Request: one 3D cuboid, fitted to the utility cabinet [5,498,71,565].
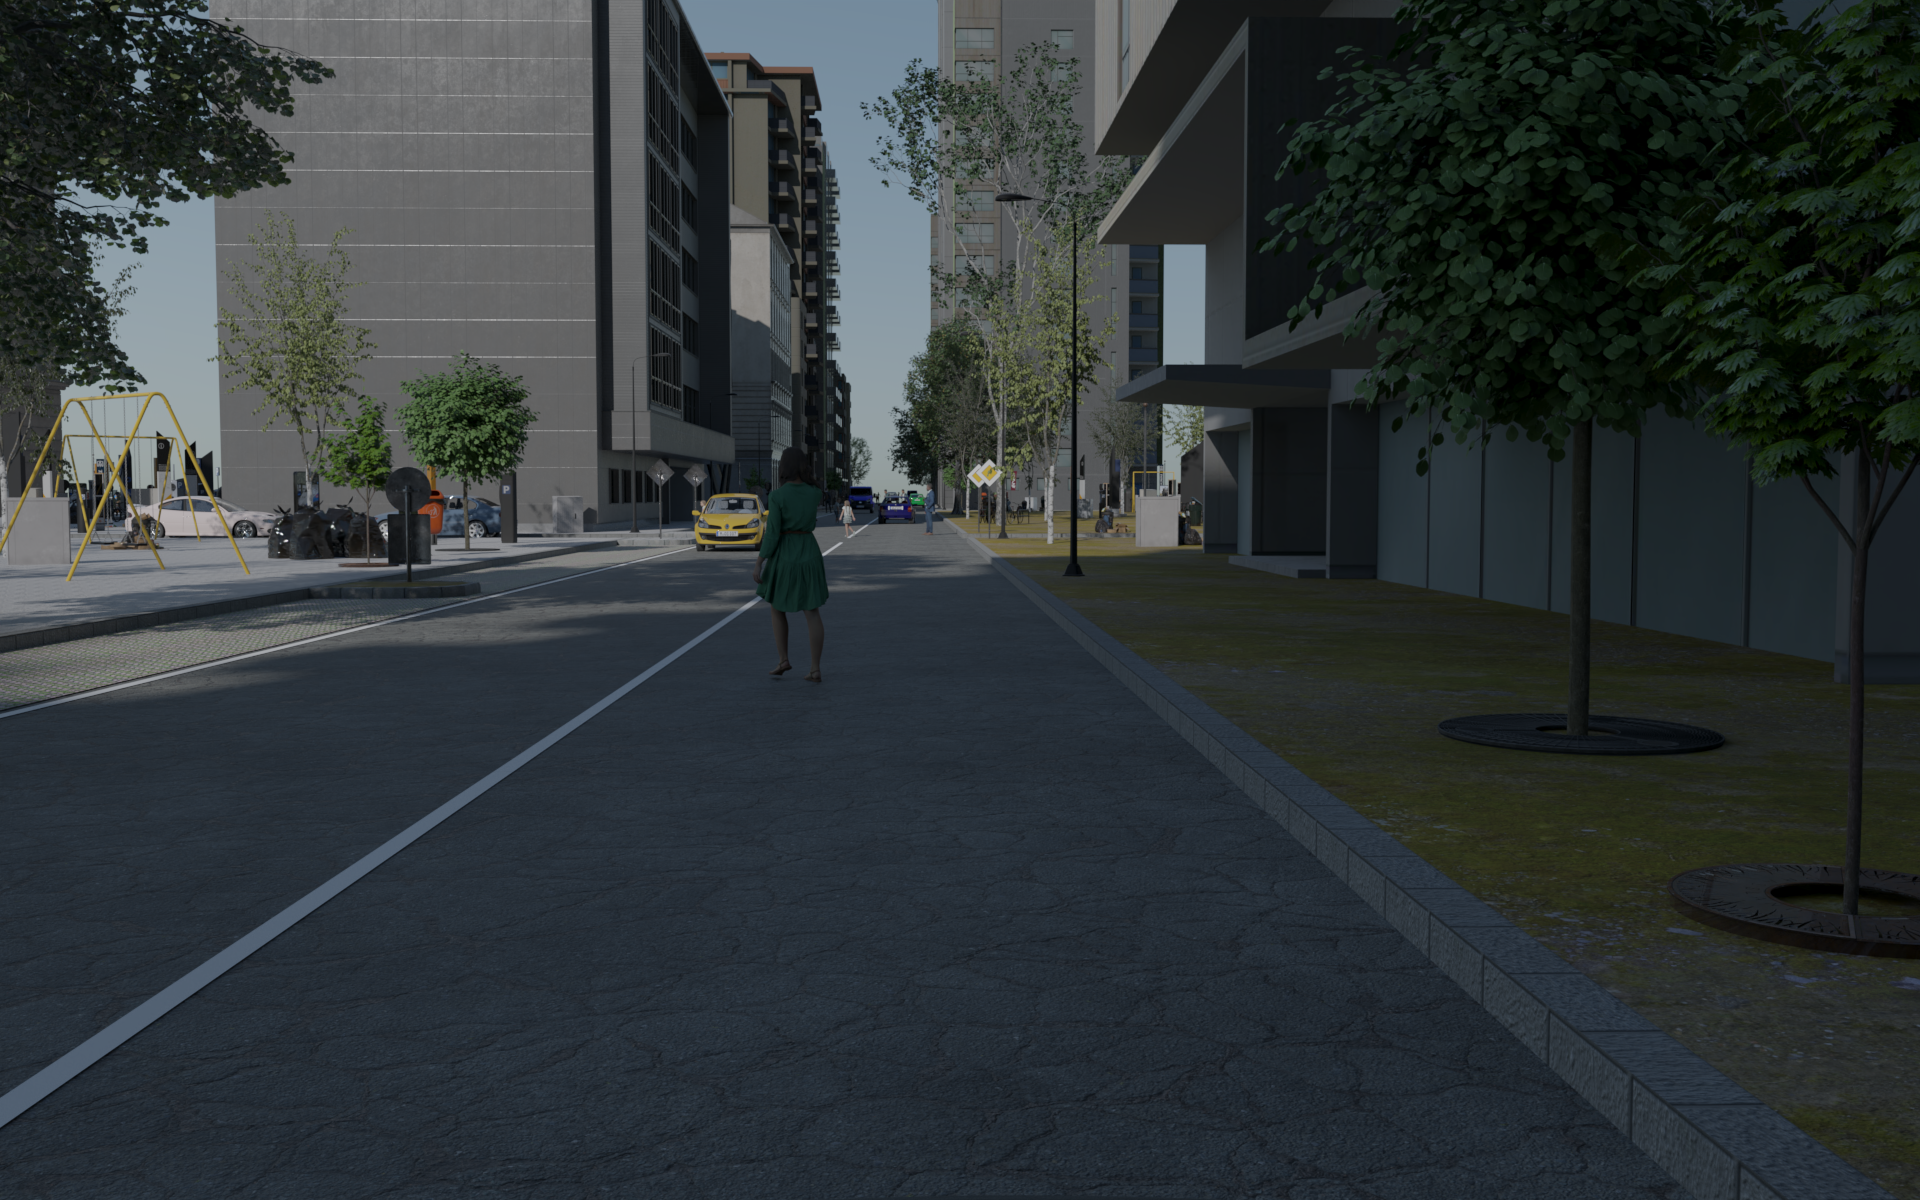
[{"bbox_3d":[-16.829,-1.252,31.624,1.020,1.237,0.306,-2,4,-32],"label":"utility cabinet"}]

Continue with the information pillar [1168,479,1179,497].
[{"bbox_3d":[10.672,-5.057,87.180,0.304,2.012,0.304,3,5,43],"label":"information pillar"}]

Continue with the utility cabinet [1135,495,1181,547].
[{"bbox_3d":[4.824,-1.912,42.422,1.020,1.237,0.306,-1,4,-17],"label":"utility cabinet"}]

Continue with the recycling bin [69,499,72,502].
[{"bbox_3d":[-48.227,-4.936,93.265,0.722,1.027,0.722,-2,4,-31],"label":"recycling bin"}]

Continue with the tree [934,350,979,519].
[{"bbox_3d":[0.534,-8.485,89.085,4.360,8.622,3.978,0,3,0],"label":"tree"}]

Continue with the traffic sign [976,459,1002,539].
[{"bbox_3d":[0.842,-2.815,49.665,0.795,2.450,0.064,0,4,-2],"label":"traffic sign"}]

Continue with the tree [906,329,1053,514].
[{"bbox_3d":[1.201,-9.963,97.313,8.767,10.594,7.601,0,4,-1],"label":"tree"}]

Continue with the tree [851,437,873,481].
[{"bbox_3d":[-18.316,-22.376,291.602,9.928,11.665,9.643,0,3,0],"label":"tree"}]

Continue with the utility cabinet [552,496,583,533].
[{"bbox_3d":[-12.932,-2.813,57.150,0.306,1.237,1.020,3,5,42],"label":"utility cabinet"}]

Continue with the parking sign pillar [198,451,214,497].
[{"bbox_3d":[-46.753,-7.238,106.810,1.447,3.967,1.447,3,4,37],"label":"parking sign pillar"}]

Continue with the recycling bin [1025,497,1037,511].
[{"bbox_3d":[5.425,-7.323,132.279,0.722,1.027,0.722,2,4,28],"label":"recycling bin"}]

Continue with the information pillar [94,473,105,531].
[{"bbox_3d":[-30.062,-3.426,60.502,0.304,2.012,0.304,-2,4,-27],"label":"information pillar"}]

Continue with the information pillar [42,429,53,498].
[{"bbox_3d":[-32.851,-4.343,62.363,0.504,3.616,0.183,2,4,33],"label":"information pillar"}]

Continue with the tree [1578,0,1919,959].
[{"bbox_3d":[2.679,-0.639,5.048,1.663,3.219,1.824,0,3,0],"label":"tree"}]

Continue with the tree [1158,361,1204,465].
[{"bbox_3d":[13.098,-8.858,95.186,4.737,8.622,4.395,0,3,0],"label":"tree"}]

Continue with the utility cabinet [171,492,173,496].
[{"bbox_3d":[-49.991,-6.107,108.523,1.173,1.500,0.318,-3,4,-36],"label":"utility cabinet"}]

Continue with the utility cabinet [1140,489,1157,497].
[{"bbox_3d":[8.811,-4.418,80.912,0.318,1.500,1.173,2,4,34],"label":"utility cabinet"}]

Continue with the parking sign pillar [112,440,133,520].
[{"bbox_3d":[-40.984,-5.911,85.113,1.447,3.967,1.447,-2,4,-33],"label":"parking sign pillar"}]

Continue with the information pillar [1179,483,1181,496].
[{"bbox_3d":[13.997,-6.452,109.989,0.304,2.012,0.304,3,4,38],"label":"information pillar"}]

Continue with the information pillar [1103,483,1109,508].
[{"bbox_3d":[9.913,-6.894,117.205,0.304,2.012,0.304,-3,5,-44],"label":"information pillar"}]

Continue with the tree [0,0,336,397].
[{"bbox_3d":[-10.219,-6.629,15.044,9.857,13.997,8.962,0,3,0],"label":"tree"}]

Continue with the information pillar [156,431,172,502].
[{"bbox_3d":[-29.491,-4.453,64.155,0.183,3.616,0.504,3,5,41],"label":"information pillar"}]

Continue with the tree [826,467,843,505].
[{"bbox_3d":[-15.573,-13.775,208.926,4.285,4.588,4.351,0,3,0],"label":"tree"}]

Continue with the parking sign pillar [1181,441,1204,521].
[{"bbox_3d":[11.360,-5.833,83.844,1.447,3.967,1.447,1,4,22],"label":"parking sign pillar"}]

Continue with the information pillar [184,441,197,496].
[{"bbox_3d":[-33.720,-5.177,75.997,0.504,3.616,0.183,0,4,-7],"label":"information pillar"}]

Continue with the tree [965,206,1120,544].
[{"bbox_3d":[2.293,-5.779,44.853,4.737,8.622,4.395,0,3,0],"label":"tree"}]

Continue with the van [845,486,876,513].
[{"bbox_3d":[-7.413,-7.668,129.754,2.240,2.365,5.245,0,4,-2],"label":"van"}]

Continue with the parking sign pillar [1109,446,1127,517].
[{"bbox_3d":[8.660,-6.647,97.144,1.447,3.967,1.447,0,4,-3],"label":"parking sign pillar"}]

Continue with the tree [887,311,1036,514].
[{"bbox_3d":[-0.049,-11.742,108.988,9.611,12.733,9.660,0,3,0],"label":"tree"}]

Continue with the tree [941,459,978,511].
[{"bbox_3d":[0.121,-9.250,134.949,4.285,4.588,4.351,0,3,0],"label":"tree"}]

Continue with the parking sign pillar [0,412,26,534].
[{"bbox_3d":[-31.353,-4.172,56.690,1.447,3.967,1.447,-1,4,-8],"label":"parking sign pillar"}]

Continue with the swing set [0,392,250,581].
[{"bbox_3d":[-13.254,-1.817,27.331,3.119,2.851,2.862,3,5,39],"label":"swing set"}]

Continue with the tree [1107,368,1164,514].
[{"bbox_3d":[9.793,-9.272,101.959,4.360,8.622,3.978,0,3,0],"label":"tree"}]

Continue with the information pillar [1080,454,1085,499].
[{"bbox_3d":[7.202,-6.764,101.953,0.183,3.616,0.504,-2,4,-24],"label":"information pillar"}]

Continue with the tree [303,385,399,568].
[{"bbox_3d":[-10.470,-2.210,30.739,1.663,3.219,1.824,0,3,0],"label":"tree"}]

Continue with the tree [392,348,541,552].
[{"bbox_3d":[-11.142,-3.399,39.289,4.285,4.588,4.351,0,3,0],"label":"tree"}]

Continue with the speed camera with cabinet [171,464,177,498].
[{"bbox_3d":[-52.542,-7.325,114.095,2.038,3.252,0.660,0,4,-5],"label":"speed camera with cabinet"}]

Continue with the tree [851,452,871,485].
[{"bbox_3d":[-16.799,-20.160,279.978,4.737,8.622,4.395,0,3,0],"label":"tree"}]

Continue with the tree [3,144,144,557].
[{"bbox_3d":[-19.121,-5.171,34.914,4.360,8.622,3.978,0,3,0],"label":"tree"}]

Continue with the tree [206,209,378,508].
[{"bbox_3d":[-16.921,-5.765,44.613,4.737,8.622,4.395,0,3,0],"label":"tree"}]

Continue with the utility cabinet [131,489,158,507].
[{"bbox_3d":[-32.410,-3.699,69.155,1.173,1.500,0.318,0,4,-3],"label":"utility cabinet"}]

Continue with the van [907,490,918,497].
[{"bbox_3d":[-7.817,-17.035,282.904,2.240,2.365,5.245,0,4,-2],"label":"van"}]

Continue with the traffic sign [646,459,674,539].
[{"bbox_3d":[-8.550,-2.801,49.431,0.795,2.450,0.064,0,4,-2],"label":"traffic sign"}]

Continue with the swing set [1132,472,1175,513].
[{"bbox_3d":[13.484,-7.591,121.731,3.119,2.851,2.862,0,4,3],"label":"swing set"}]

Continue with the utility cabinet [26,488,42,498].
[{"bbox_3d":[-33.849,-3.308,62.769,1.173,1.500,0.318,1,4,16],"label":"utility cabinet"}]

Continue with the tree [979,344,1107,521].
[{"bbox_3d":[3.975,-8.132,83.317,4.360,8.622,3.978,0,3,0],"label":"tree"}]

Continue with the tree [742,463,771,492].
[{"bbox_3d":[-13.039,-7.026,109.474,1.663,3.219,1.824,0,3,0],"label":"tree"}]

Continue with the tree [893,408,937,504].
[{"bbox_3d":[-3.307,-19.012,217.504,9.857,13.997,8.962,0,3,0],"label":"tree"}]

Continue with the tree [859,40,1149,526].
[{"bbox_3d":[3.069,-13.132,70.599,12.611,20.169,13.585,0,3,0],"label":"tree"}]

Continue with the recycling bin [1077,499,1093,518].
[{"bbox_3d":[6.621,-4.840,91.693,0.722,1.027,0.722,1,4,17],"label":"recycling bin"}]

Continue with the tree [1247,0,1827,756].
[{"bbox_3d":[3.230,-1.554,9.121,4.285,4.588,4.351,0,3,0],"label":"tree"}]
